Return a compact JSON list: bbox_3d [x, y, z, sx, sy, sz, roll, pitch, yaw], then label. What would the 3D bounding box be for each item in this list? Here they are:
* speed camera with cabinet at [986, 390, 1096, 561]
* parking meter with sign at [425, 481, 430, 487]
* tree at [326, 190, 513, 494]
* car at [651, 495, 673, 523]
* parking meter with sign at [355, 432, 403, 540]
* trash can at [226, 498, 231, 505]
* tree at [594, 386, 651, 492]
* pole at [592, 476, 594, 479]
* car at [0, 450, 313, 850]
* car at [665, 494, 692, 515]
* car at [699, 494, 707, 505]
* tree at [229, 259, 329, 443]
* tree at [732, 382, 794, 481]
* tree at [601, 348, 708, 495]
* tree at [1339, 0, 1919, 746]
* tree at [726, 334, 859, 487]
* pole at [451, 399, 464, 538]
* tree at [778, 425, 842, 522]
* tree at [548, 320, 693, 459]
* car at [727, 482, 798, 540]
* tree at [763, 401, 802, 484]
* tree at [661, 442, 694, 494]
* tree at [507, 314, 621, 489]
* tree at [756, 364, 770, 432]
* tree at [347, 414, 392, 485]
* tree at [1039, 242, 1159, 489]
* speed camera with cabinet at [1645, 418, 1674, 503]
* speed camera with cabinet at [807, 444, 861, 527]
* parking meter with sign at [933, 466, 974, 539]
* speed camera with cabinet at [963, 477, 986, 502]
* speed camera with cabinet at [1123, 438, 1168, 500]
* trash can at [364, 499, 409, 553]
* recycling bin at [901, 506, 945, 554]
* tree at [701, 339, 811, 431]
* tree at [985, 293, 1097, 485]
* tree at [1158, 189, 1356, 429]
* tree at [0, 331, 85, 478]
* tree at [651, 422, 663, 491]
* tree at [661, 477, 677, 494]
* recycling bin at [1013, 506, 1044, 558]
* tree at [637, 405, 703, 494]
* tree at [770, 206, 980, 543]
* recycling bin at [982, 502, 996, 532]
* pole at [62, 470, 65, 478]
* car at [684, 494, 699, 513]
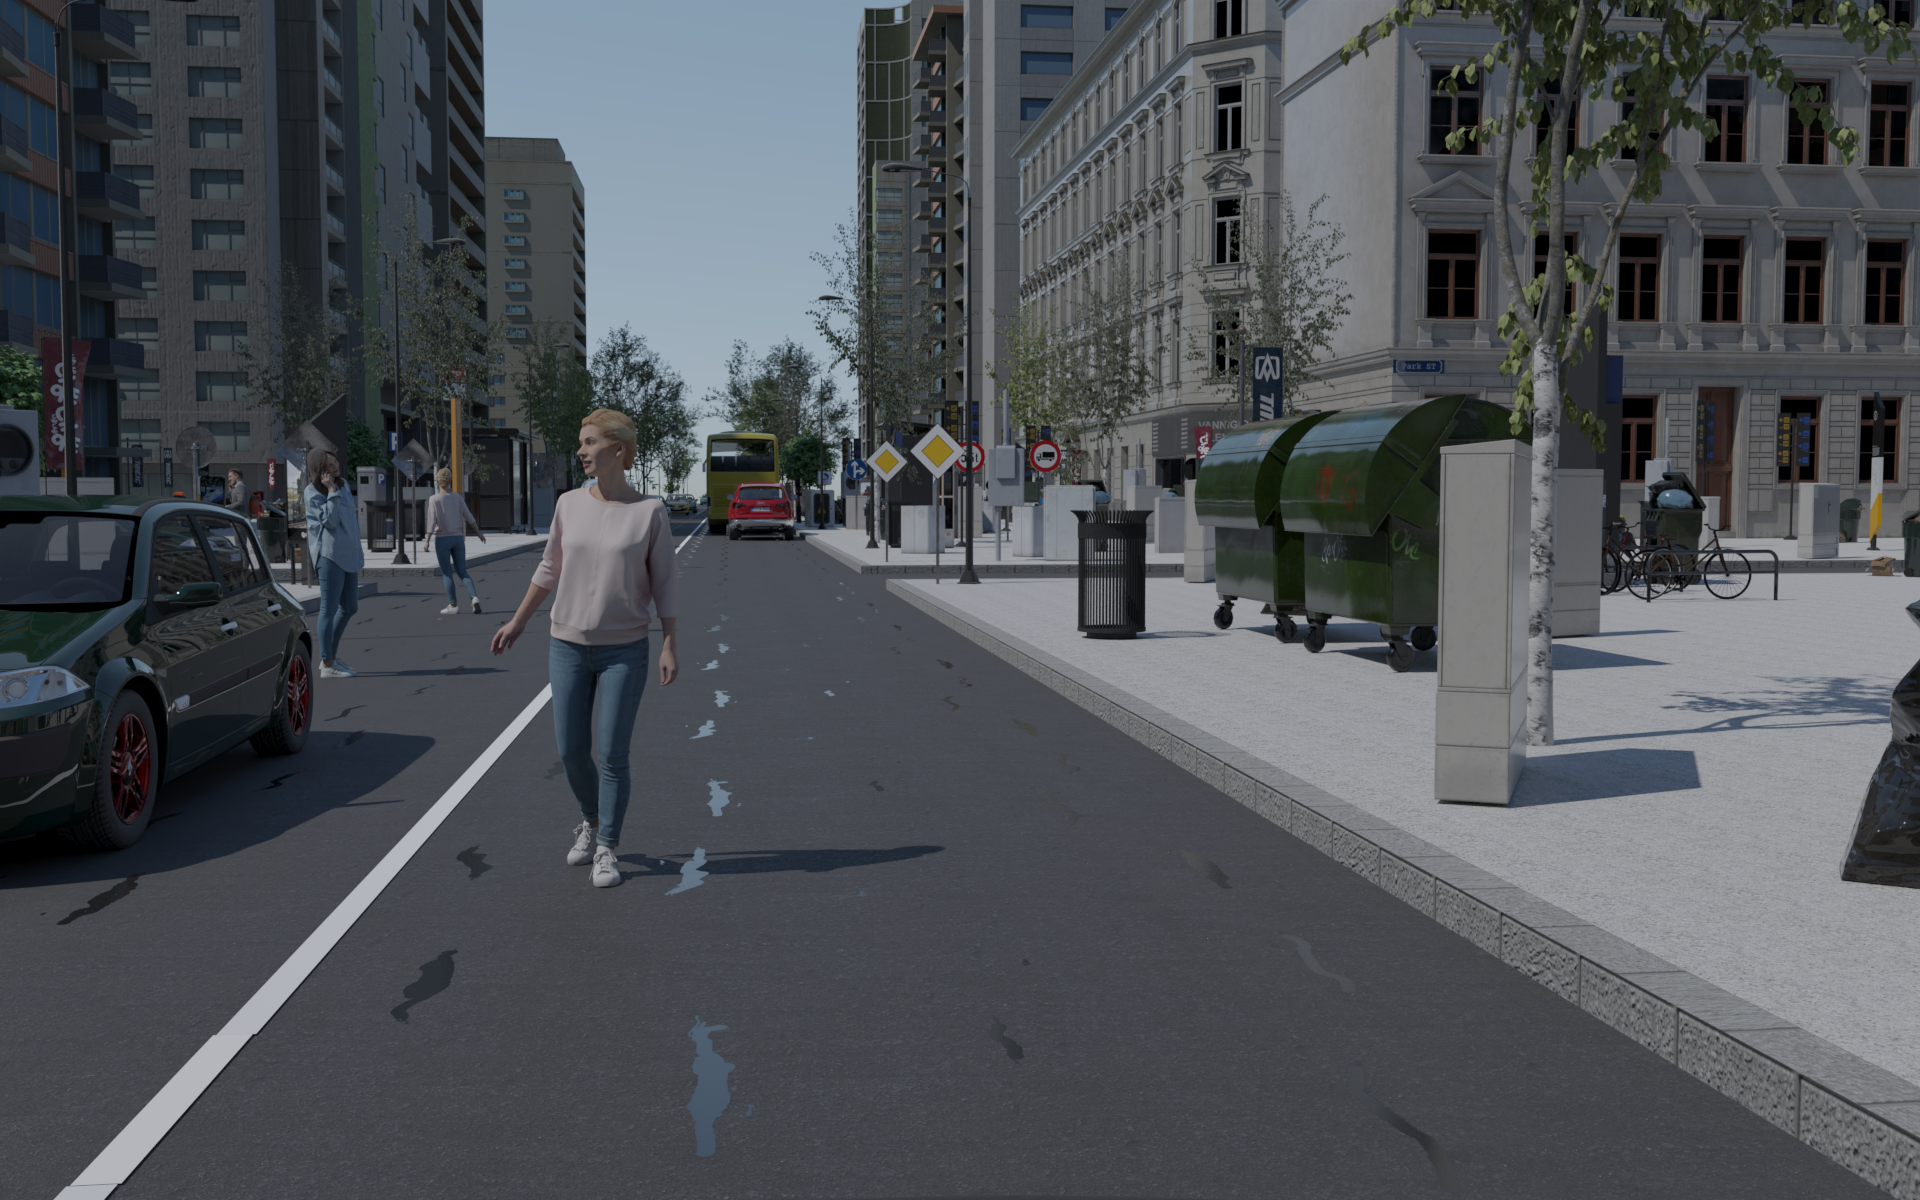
[{"bbox_3d":[1.578,-2.379,33.230,2.038,3.252,0.660,0,4,4],"label":"speed camera with cabinet"},{"bbox_3d":[-30.532,-6.253,98.499,1.738,3.016,0.543,0,4,-5],"label":"parking meter with sign"},{"bbox_3d":[-12.749,-5.610,42.089,4.360,8.622,3.978,0,3,0],"label":"tree"},{"bbox_3d":[-12.497,-3.504,69.294,2.014,1.417,4.499,0,4,-8],"label":"car"},{"bbox_3d":[-16.594,-3.217,48.861,1.738,3.016,0.543,1,4,21],"label":"parking meter with sign"},{"bbox_3d":[-27.730,-3.278,65.253,0.748,1.137,0.748,0,3,0],"label":"trash can"},{"bbox_3d":[-21.976,-9.789,110.420,4.360,8.622,3.978,0,3,0],"label":"tree"},{"bbox_3d":[-21.795,-6.669,102.873,0.158,3.312,0.155,0,3,0],"label":"pole"},{"bbox_3d":[-4.335,0.102,8.117,2.009,1.686,4.222,0,4,-7],"label":"car"},{"bbox_3d":[-19.217,-6.555,117.394,2.015,1.641,3.980,-1,4,-9],"label":"car"},{"bbox_3d":[-32.725,-13.010,224.518,2.131,1.459,4.920,0,4,-6],"label":"car"},{"bbox_3d":[-20.427,-6.345,54.101,4.360,8.622,3.978,0,3,0],"label":"tree"},{"bbox_3d":[-19.512,-15.618,173.477,7.486,12.596,7.792,0,3,0],"label":"tree"},{"bbox_3d":[-26.147,-14.267,143.638,12.009,13.543,11.850,0,3,0],"label":"tree"},{"bbox_3d":[3.199,-3.564,8.632,4.737,8.622,4.395,0,3,0],"label":"tree"},{"bbox_3d":[-9.160,-10.186,100.949,7.601,10.594,8.767,2,4,31],"label":"tree"},{"bbox_3d":[-10.783,-2.649,37.158,0.158,3.312,0.155,0,3,0],"label":"pole"},{"bbox_3d":[-6.974,-5.970,81.315,4.285,4.588,4.351,0,3,0],"label":"tree"},{"bbox_3d":[-18.676,-9.689,92.820,7.601,10.594,8.767,2,4,25],"label":"tree"},{"bbox_3d":[-6.327,-2.857,55.381,2.281,1.827,5.304,0,4,-6],"label":"car"},{"bbox_3d":[-13.323,-11.171,133.010,4.737,8.622,4.395,0,3,0],"label":"tree"},{"bbox_3d":[-40.248,-17.996,244.600,4.737,8.622,4.395,0,3,0],"label":"tree"},{"bbox_3d":[-16.584,-7.366,70.802,4.737,8.622,4.395,0,3,0],"label":"tree"},{"bbox_3d":[-8.572,-8.544,90.057,4.360,8.622,3.978,0,3,0],"label":"tree"},{"bbox_3d":[-23.328,-5.008,65.594,4.285,4.588,4.351,0,3,0],"label":"tree"},{"bbox_3d":[4.266,-6.177,51.350,4.360,8.622,3.978,0,3,0],"label":"tree"},{"bbox_3d":[18.665,-3.149,45.820,0.660,3.252,2.038,3,4,36],"label":"speed camera with cabinet"},{"bbox_3d":[-4.935,-4.486,67.687,2.038,3.252,0.660,-1,4,-19],"label":"speed camera with cabinet"},{"bbox_3d":[-0.436,-3.275,49.812,1.738,3.016,0.543,-1,4,-15],"label":"parking meter with sign"},{"bbox_3d":[1.318,-5.176,78.970,2.038,3.252,0.660,0,4,8],"label":"speed camera with cabinet"},{"bbox_3d":[6.693,-4.153,62.244,0.660,3.252,2.038,3,5,43],"label":"speed camera with cabinet"},{"bbox_3d":[-12.723,-1.616,38.082,0.748,1.137,0.748,0,3,0],"label":"trash can"},{"bbox_3d":[-0.796,-1.521,37.418,0.722,1.027,0.722,2,4,30],"label":"recycling bin"},{"bbox_3d":[-24.827,-21.800,212.312,12.611,20.169,13.585,0,3,0],"label":"tree"},{"bbox_3d":[2.803,-6.895,63.104,4.737,8.622,4.395,0,3,0],"label":"tree"},{"bbox_3d":[7.468,-5.550,41.101,4.360,8.622,3.978,0,3,0],"label":"tree"},{"bbox_3d":[-18.477,-3.019,33.079,4.285,4.588,4.351,0,3,0],"label":"tree"},{"bbox_3d":[-22.646,-10.492,121.900,4.360,8.622,3.978,0,3,0],"label":"tree"},{"bbox_3d":[-30.443,-11.493,182.504,1.663,3.219,1.824,0,3,0],"label":"tree"},{"bbox_3d":[1.555,-1.399,35.429,0.722,1.027,0.722,-2,4,-33],"label":"recycling bin"},{"bbox_3d":[-33.081,-16.590,197.003,9.928,11.665,9.643,0,3,0],"label":"tree"},{"bbox_3d":[-1.941,-5.786,44.958,4.360,8.622,3.978,0,3,0],"label":"tree"},{"bbox_3d":[0.932,-2.803,58.377,0.722,1.027,0.722,2,4,24],"label":"recycling bin"},{"bbox_3d":[-15.915,-2.264,30.861,0.158,3.312,0.155,0,3,0],"label":"pole"},{"bbox_3d":[-20.740,-7.255,130.422,2.131,1.459,4.920,0,4,-7],"label":"car"}]
